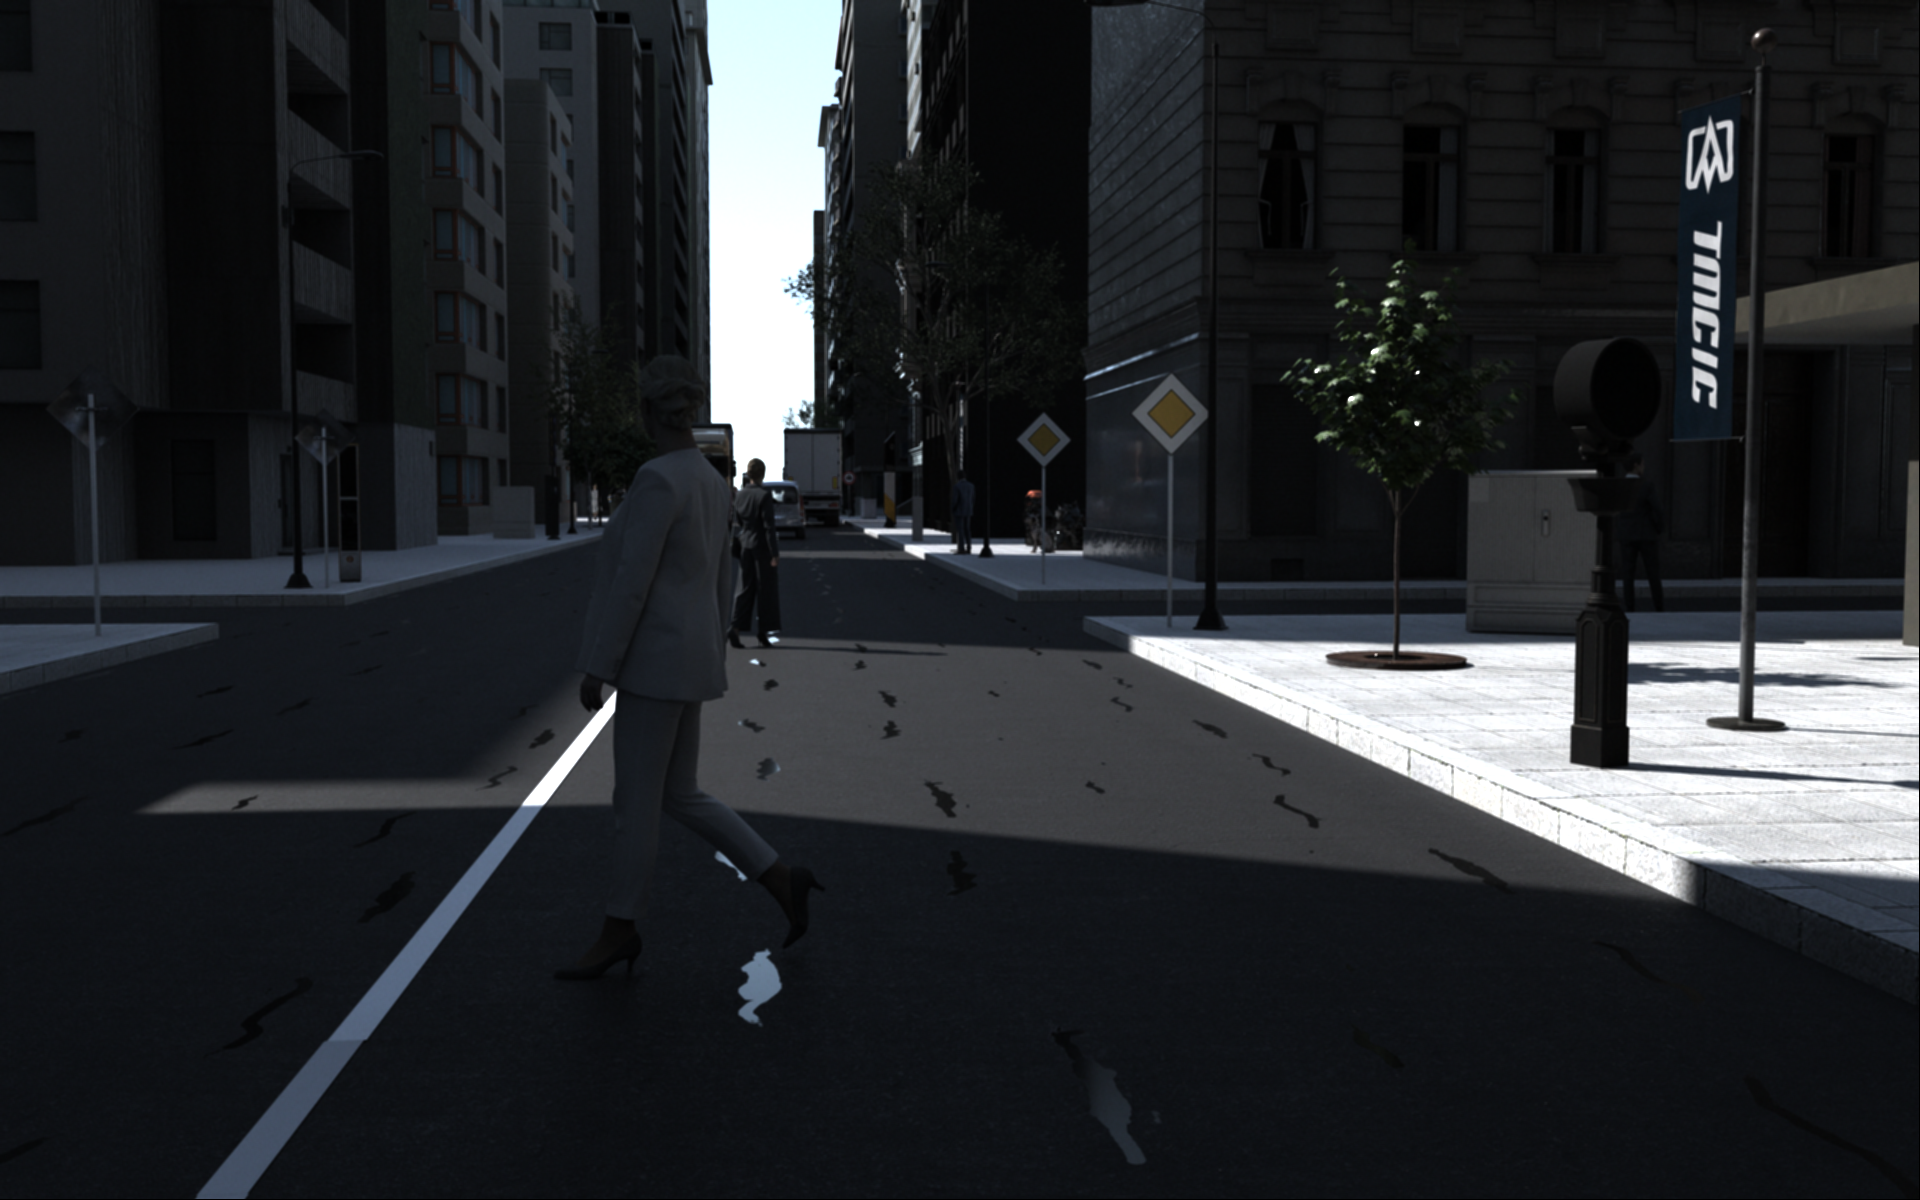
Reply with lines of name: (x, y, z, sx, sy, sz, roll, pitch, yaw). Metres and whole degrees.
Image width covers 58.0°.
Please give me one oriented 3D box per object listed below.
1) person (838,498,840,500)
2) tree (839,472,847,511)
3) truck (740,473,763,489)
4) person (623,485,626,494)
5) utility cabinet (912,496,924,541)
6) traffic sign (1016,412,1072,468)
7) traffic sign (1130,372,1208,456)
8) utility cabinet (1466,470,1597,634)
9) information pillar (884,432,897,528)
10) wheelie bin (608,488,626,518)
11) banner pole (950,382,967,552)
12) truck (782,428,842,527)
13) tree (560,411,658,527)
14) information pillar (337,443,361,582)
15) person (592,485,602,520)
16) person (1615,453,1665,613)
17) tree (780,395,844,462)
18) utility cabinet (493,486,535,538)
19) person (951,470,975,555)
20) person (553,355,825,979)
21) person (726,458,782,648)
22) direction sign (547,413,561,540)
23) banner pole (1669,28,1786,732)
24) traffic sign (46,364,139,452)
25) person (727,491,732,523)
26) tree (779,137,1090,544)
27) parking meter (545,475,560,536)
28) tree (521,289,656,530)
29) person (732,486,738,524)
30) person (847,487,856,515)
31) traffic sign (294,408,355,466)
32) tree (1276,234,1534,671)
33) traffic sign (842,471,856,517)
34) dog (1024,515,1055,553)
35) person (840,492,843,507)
person: (-10.090, -8.383, 143.204, 0.705, 1.812, 1.348, 0, 4, -1)
tree: (-9.303, -8.305, 130.387, 1.663, 3.219, 1.824, 0, 3, 0)
truck: (-27.335, -14.628, 228.087, 2.839, 4.237, 11.283, 0, 4, -5)
person: (-17.192, -5.076, 89.387, 0.716, 1.782, 0.532, -2, 4, -25)
utility cabinet: (-1.155, -2.224, 47.524, 0.306, 1.237, 1.020, 0, 4, 0)
traffic sign: (1.207, -1.367, 24.546, 0.795, 2.593, 0.064, 0, 4, -6)
traffic sign: (2.039, -0.882, 16.604, 0.795, 2.593, 0.064, 0, 4, -6)
utility cabinet: (5.266, -0.439, 15.855, 1.173, 1.500, 0.318, 1, 4, 23)
information pillar: (-2.642, -4.517, 65.212, 0.504, 3.616, 0.183, -3, 5, -42)
wheelie bin: (-17.010, -4.783, 86.117, 0.693, 1.594, 0.980, 3, 5, 40)
banner pole: (0.009, -2.961, 38.435, 0.401, 3.779, 0.863, -1, 4, -9)
truck: (-6.775, -5.531, 79.353, 2.839, 4.237, 11.283, 0, 4, -5)
tree: (-14.240, -5.191, 68.579, 4.285, 4.588, 4.351, 0, 3, 0)
information pillar: (-8.917, -1.271, 25.273, 0.304, 2.012, 0.304, -1, 4, -20)
person: (-18.061, -4.845, 85.610, 0.694, 1.780, 0.624, 1, 4, 11)
person: (7.764, -0.729, 19.783, 0.648, 1.900, 0.474, 3, 4, 36)
tree: (-14.839, -15.693, 182.342, 9.928, 11.665, 9.643, 0, 3, 0)
utility cabinet: (-12.810, -2.512, 49.748, 1.173, 1.500, 0.318, 1, 4, 15)
person: (0.072, -1.871, 36.814, 0.419, 1.800, 0.721, 3, 5, 41)
person: (-0.808, 0.195, 5.185, 0.818, 1.842, 0.514, -1, 4, -9)
person: (-1.911, -0.446, 16.217, 0.576, 1.772, 0.534, 1, 4, 16)
direction sign: (-11.438, -3.467, 48.686, 0.379, 3.537, 0.876, 0, 4, -3)
banner pole: (4.260, -1.201, 9.651, 0.401, 3.779, 0.863, -1, 4, -18)
traffic sign: (-7.803, -0.820, 15.596, 0.795, 2.593, 0.064, 0, 4, -6)
person: (-5.633, -1.972, 40.759, 0.555, 1.821, 0.388, 0, 4, -1)
tree: (-0.170, -6.764, 45.000, 8.767, 10.594, 7.601, -1, 4, -19)
parking meter: (-12.517, -2.902, 53.166, 0.255, 1.863, 0.399, 3, 4, 37)
tree: (-13.316, -6.807, 61.653, 4.737, 8.622, 4.395, 0, 3, 0)
person: (-10.653, -4.532, 82.778, 0.590, 1.801, 0.661, 1, 4, 16)
person: (-6.626, -6.052, 105.706, 0.721, 1.735, 1.217, -1, 4, -22)
traffic sign: (-8.636, -1.306, 23.538, 0.795, 2.593, 0.064, 0, 4, -6)
tree: (3.418, -1.122, 12.942, 1.663, 3.219, 1.824, 0, 3, 0)
traffic sign: (-6.080, -5.807, 95.044, 0.768, 2.556, 0.104, 0, 4, -1)
dog: (1.846, -1.422, 37.625, 0.800, 0.831, 0.513, 3, 4, 38)
person: (-12.077, -10.376, 176.361, 0.551, 1.740, 0.621, 2, 4, 30)
